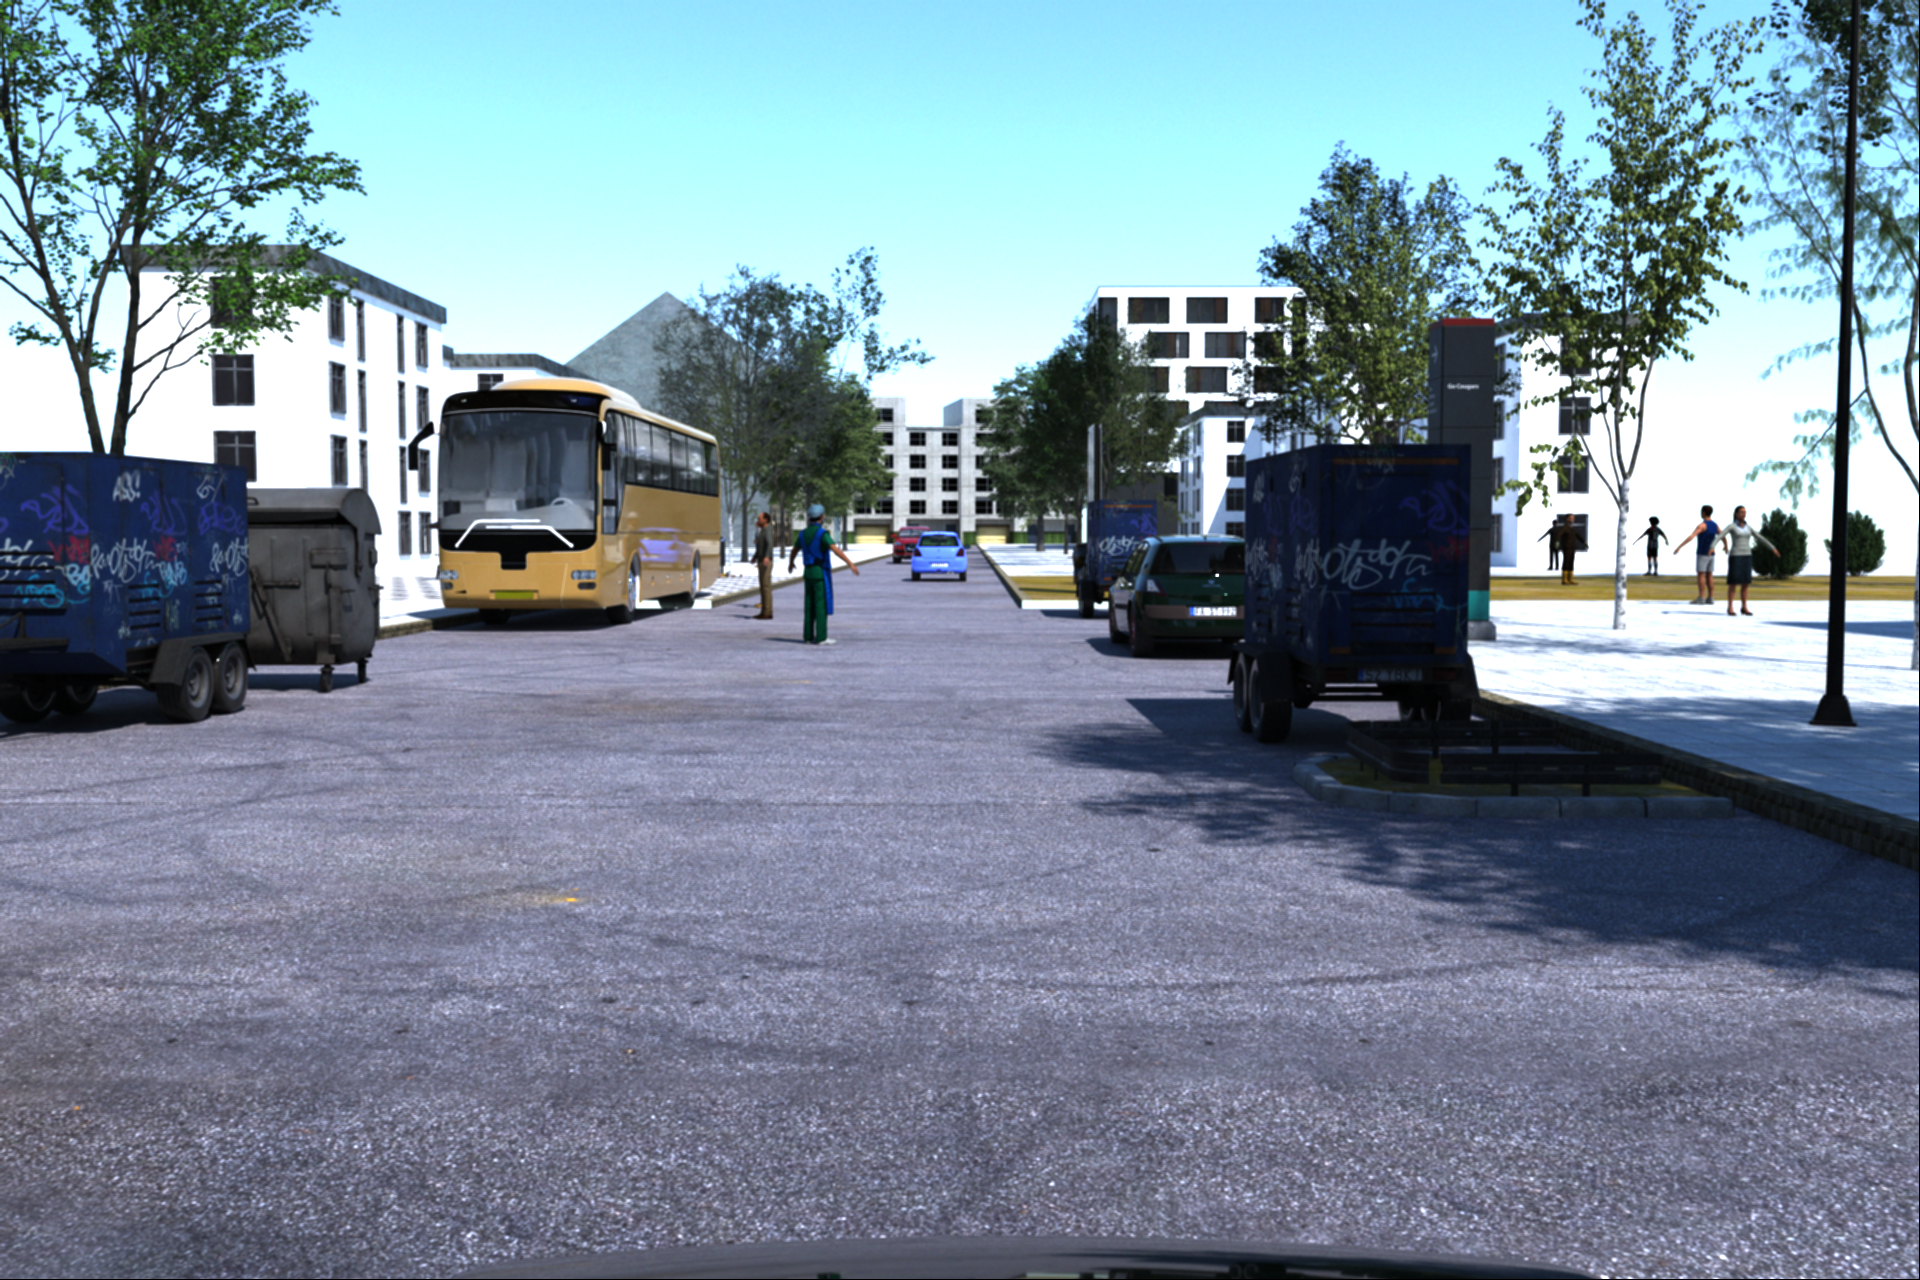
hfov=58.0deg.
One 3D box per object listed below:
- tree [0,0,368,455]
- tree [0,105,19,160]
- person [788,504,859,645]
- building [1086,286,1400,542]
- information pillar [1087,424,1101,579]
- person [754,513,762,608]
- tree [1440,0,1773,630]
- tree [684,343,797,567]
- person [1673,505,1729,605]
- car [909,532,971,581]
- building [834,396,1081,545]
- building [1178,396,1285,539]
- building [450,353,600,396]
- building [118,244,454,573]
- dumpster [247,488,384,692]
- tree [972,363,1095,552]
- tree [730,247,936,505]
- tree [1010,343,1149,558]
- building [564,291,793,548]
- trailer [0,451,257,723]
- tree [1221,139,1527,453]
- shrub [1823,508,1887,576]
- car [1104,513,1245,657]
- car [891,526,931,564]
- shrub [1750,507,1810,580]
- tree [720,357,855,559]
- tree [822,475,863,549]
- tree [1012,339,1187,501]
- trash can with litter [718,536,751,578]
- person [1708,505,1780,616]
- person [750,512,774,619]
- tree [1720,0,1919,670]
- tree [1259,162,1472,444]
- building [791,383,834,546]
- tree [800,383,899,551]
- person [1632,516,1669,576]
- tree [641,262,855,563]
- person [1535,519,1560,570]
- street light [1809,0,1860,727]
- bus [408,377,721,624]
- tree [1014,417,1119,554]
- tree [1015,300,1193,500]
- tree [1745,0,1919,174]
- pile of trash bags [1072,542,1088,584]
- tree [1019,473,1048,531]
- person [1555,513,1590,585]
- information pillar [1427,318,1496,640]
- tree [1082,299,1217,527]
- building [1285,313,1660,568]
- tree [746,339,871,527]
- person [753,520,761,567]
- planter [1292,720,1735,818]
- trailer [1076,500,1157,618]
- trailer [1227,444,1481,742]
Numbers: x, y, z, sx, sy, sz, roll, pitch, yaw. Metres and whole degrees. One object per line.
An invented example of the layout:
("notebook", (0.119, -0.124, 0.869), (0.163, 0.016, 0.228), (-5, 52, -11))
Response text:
("tree", (-12.986, -6.139, 26.130), (9.928, 11.665, 9.643), (0, 3, 0))
("tree", (-12.270, -4.124, 17.783), (4.737, 8.622, 4.395), (0, 3, 0))
("person", (-1.840, -0.854, 22.549), (1.347, 1.817, 0.704), (3, 5, 45))
("building", (25.432, -19.278, 159.171), (27.936, 21.610, 32.646), (0, 4, 0))
("information pillar", (2.924, -2.838, 37.711), (0.184, 3.620, 1.656), (0, 3, 0))
("person", (-3.856, -1.558, 33.791), (0.705, 1.847, 1.347), (-1, 4, -10))
("tree", (8.833, -4.457, 23.237), (4.737, 8.622, 4.395), (0, 3, 0))
("tree", (-9.092, -7.159, 67.413), (4.360, 8.622, 3.978), (0, 3, 0))
("person", (13.555, -1.552, 31.539), (1.345, 1.807, 0.704), (-2, 4, -26))
("car", (-0.636, -2.698, 53.706), (1.945, 1.707, 3.694), (0, 4, 0))
("building", (-1.000, -22.132, 230.768), (31.486, 18.905, 16.747), (-1, 4, -9))
("building", (20.505, -10.514, 114.048), (9.099, 9.664, 28.070), (0, 4, 0))
("building", (-24.189, -9.325, 94.616), (9.099, 9.664, 28.070), (0, 3, 0))
("building", (-23.571, -7.474, 64.346), (9.099, 9.664, 28.070), (0, 4, 0))
("dumpster", (-6.446, -0.482, 16.092), (1.865, 1.857, 1.264), (0, 3, 0))
("tree", (5.770, -13.406, 125.839), (9.857, 13.997, 8.962), (0, 3, 0))
("tree", (-8.318, -15.759, 113.546), (12.611, 20.169, 13.585), (0, 3, 0))
("tree", (6.377, -10.169, 92.022), (9.928, 11.665, 9.643), (0, 3, 0))
("building", (-26.347, -20.493, 165.983), (19.493, 23.208, 18.063), (0, 4, 1))
("trailer", (-6.499, -0.348, 12.739), (1.471, 1.999, 3.904), (0, 3, 0))
("tree", (9.799, -6.556, 41.607), (7.601, 10.594, 8.767), (0, 4, 5))
("shrub", (27.213, -2.972, 52.641), (1.661, 2.075, 1.752), (0, 3, 0))
("car", (2.840, -0.719, 21.551), (2.009, 1.686, 4.222), (0, 4, 0))
("car", (-2.228, -4.681, 85.215), (2.281, 1.827, 5.304), (0, 3, 0))
("shrub", (23.035, -2.734, 48.740), (1.661, 2.075, 1.752), (0, 3, 0))
("tree", (-9.068, -9.536, 90.322), (8.767, 10.594, 7.601), (2, 4, 28))
("tree", (-9.503, -11.343, 135.820), (4.360, 8.622, 3.978), (0, 3, 0))
("tree", (6.366, -8.912, 80.121), (8.767, 10.594, 7.601), (1, 4, 10))
("trash can with litter", (-6.974, -2.488, 51.735), (1.678, 1.210, 2.233), (0, 4, 1))
("person", (12.330, -1.251, 27.289), (1.217, 1.735, 0.721), (-1, 4, -9))
("person", (-3.315, -1.253, 29.220), (0.705, 1.796, 1.348), (-1, 4, -16))
("tree", (8.953, -4.008, 15.894), (4.360, 8.622, 3.978), (0, 3, 0))
("tree", (8.222, -5.110, 33.914), (4.737, 8.622, 4.395), (0, 3, 0))
("building", (-24.219, -20.627, 203.709), (16.747, 18.905, 31.486), (0, 4, -1))
("tree", (-8.336, -12.866, 128.484), (7.486, 12.596, 7.792), (0, 3, 0))
("person", (21.360, -2.894, 53.465), (1.345, 1.843, 0.704), (-1, 4, -18))
("tree", (-9.586, -10.217, 77.419), (12.009, 13.543, 11.850), (0, 3, 0))
("person", (21.061, -3.376, 61.430), (1.346, 1.802, 0.704), (-1, 4, -13))
("street light", (6.447, -2.384, 11.521), (1.470, 5.913, 1.316), (0, 3, 0))
("bus", (-6.401, -2.403, 30.844), (2.896, 3.916, 12.252), (0, 4, 1))
("tree", (6.980, -10.695, 109.282), (7.601, 10.594, 8.767), (-3, 4, -36))
("tree", (5.740, -8.291, 69.966), (7.601, 10.594, 8.767), (-1, 4, -12))
("tree", (24.759, -11.210, 39.171), (12.611, 20.169, 13.585), (0, 3, 0))
("pile of trash bags", (3.860, -2.152, 44.933), (1.912, 1.369, 3.447), (0, 4, 1))
("tree", (6.215, -11.598, 139.985), (4.737, 8.622, 4.395), (0, 3, 0))
("person", (15.410, -2.301, 43.756), (1.346, 1.812, 0.704), (-3, 4, -36))
("information pillar", (6.089, -1.942, 21.132), (0.750, 3.857, 0.750), (0, 4, 1))
("tree", (5.629, -6.368, 54.477), (4.360, 8.622, 3.978), (0, 3, 0))
("building", (21.978, -8.420, 79.822), (9.099, 9.664, 28.070), (0, 3, 0))
("tree", (-8.826, -11.159, 100.580), (7.486, 12.596, 7.792), (0, 3, 0))
("person", (-7.780, -3.722, 66.707), (0.705, 1.847, 1.347), (-1, 4, -12))
("planter", (2.935, 0.697, 9.747), (1.991, 0.319, 1.994), (0, 4, 1))
("trailer", (2.786, -1.440, 30.601), (1.471, 1.999, 3.904), (0, 4, 0))
("trailer", (2.731, -0.360, 12.939), (1.471, 1.999, 3.904), (0, 4, -1))
